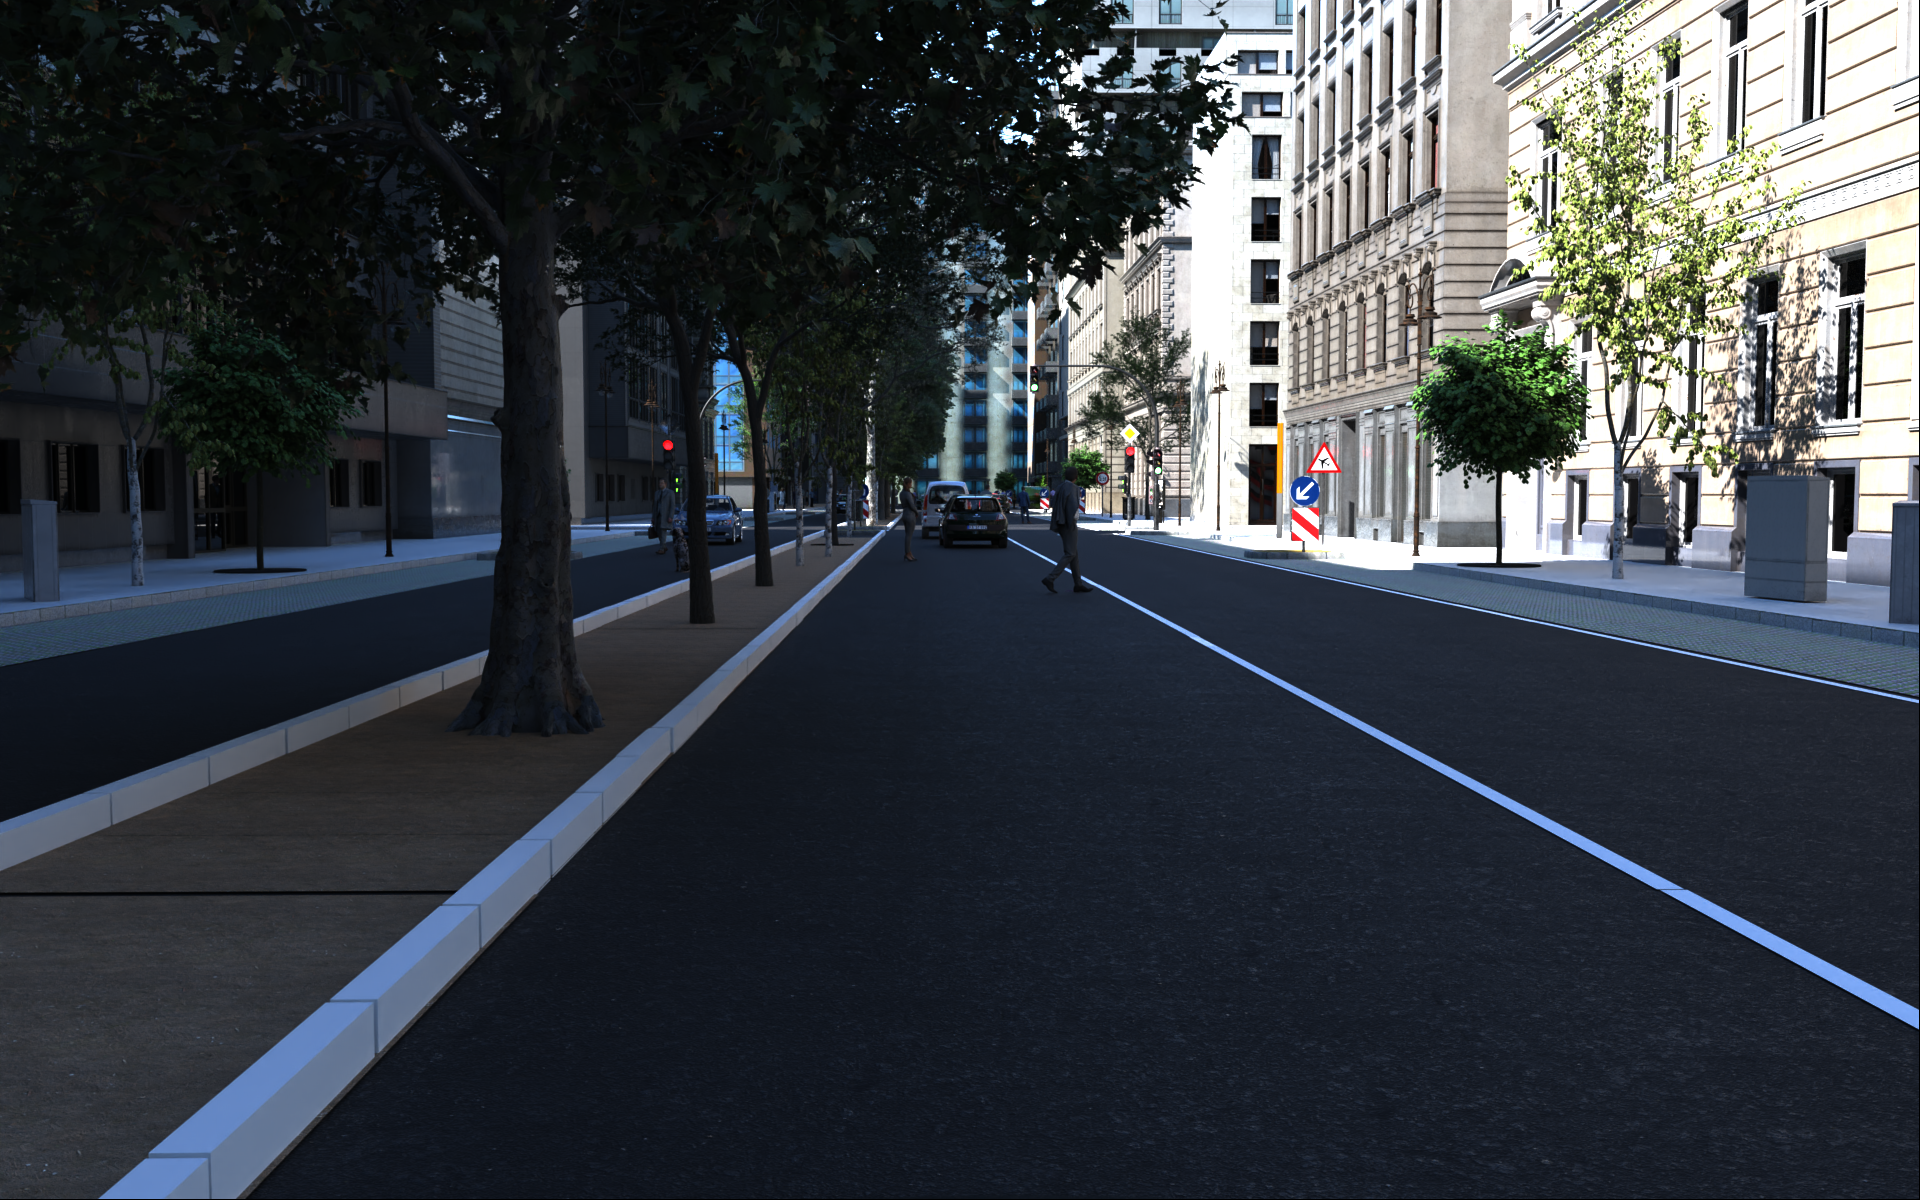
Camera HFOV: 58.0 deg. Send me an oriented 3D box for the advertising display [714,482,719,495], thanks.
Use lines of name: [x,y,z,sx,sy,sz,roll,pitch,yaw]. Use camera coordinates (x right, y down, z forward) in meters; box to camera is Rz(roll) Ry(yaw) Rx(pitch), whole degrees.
advertising display: [-12.676,-5.198,90.193,0.123,1.923,0.974,0,4,0]

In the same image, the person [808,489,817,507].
person: [-14.604,-10.093,171.041,0.705,1.826,1.348,2,4,32]

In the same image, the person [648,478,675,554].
person: [-7.128,-2.002,41.327,0.694,1.812,0.767,2,4,26]

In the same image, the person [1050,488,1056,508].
person: [8.726,-9.560,162.222,0.709,1.838,0.599,0,4,3]

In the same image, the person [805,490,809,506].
person: [-16.127,-10.693,181.660,0.721,1.735,1.217,0,4,1]

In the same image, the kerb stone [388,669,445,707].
kerb stone: [-3.799,0.621,12.036,0.120,0.150,1.000,0,4,-1]

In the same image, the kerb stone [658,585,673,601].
kerb stone: [-4.037,-0.068,23.314,0.120,0.150,1.000,0,4,-1]

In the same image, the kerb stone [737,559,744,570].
kerb stone: [-4.214,-0.633,32.544,0.120,0.150,1.000,0,4,-1]

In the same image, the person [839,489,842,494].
person: [-8.568,-7.051,123.873,0.778,1.811,0.616,1,4,9]

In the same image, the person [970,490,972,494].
person: [1.043,-10.095,173.583,0.705,1.821,1.348,-1,4,-20]

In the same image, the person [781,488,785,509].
person: [-15.160,-8.714,148.603,0.705,1.814,1.350,0,4,2]

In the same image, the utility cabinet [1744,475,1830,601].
utility cabinet: [9.992,-0.749,20.931,0.318,1.500,1.173,-1,4,-9]

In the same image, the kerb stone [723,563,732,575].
kerb stone: [-4.178,-0.507,30.486,0.120,0.150,1.000,0,4,-1]

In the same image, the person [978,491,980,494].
person: [2.064,-10.908,186.854,0.705,1.824,1.348,3,5,42]

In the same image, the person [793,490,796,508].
person: [-14.775,-9.131,155.780,0.568,1.767,0.683,-2,4,-24]

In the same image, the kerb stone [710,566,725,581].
kerb stone: [-4.156,-0.445,29.464,0.120,0.150,1.000,0,4,-1]

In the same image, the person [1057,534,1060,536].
person: [3.597,-3.089,60.014,0.522,1.701,0.512,0,4,-6]

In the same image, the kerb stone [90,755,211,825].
kerb stone: [-3.713,0.872,7.941,0.120,0.150,1.000,0,4,-1]

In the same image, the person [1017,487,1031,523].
person: [3.152,-4.643,84.588,0.721,1.800,0.419,1,4,14]

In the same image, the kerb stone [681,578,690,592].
kerb stone: [-4.072,-0.194,25.367,0.120,0.150,1.000,0,4,-1]

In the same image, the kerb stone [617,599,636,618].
kerb stone: [-3.965,0.123,20.242,0.120,0.150,1.000,0,4,-1]

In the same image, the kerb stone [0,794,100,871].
kerb stone: [-3.690,0.934,6.919,0.120,0.150,1.000,0,4,-1]

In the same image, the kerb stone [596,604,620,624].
kerb stone: [-3.950,0.182,19.220,0.120,0.150,1.000,0,4,-1]

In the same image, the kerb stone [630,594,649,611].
kerb stone: [-3.988,0.057,21.264,0.120,0.150,1.000,0,4,-1]

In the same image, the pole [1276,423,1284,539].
pole: [9.195,-3.421,49.771,0.158,3.312,0.155,0,3,0]

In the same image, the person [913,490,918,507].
person: [-4.893,-11.162,190.863,0.599,1.838,0.709,-2,4,-34]

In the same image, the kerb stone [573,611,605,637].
kerb stone: [-3.912,0.248,18.189,0.120,0.150,1.000,0,4,-1]

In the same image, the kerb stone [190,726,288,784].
kerb stone: [-3.738,0.809,8.969,0.120,0.150,1.000,0,4,-1]

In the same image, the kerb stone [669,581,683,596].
kerb stone: [-4.058,-0.131,24.345,0.120,0.150,1.000,0,4,-1]

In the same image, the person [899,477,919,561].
person: [-1.024,-1.725,36.978,0.573,1.790,0.520,-3,5,-41]

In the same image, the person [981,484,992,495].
person: [1.102,-3.552,66.685,0.694,1.812,0.767,3,5,39]

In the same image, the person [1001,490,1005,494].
person: [4.451,-10.376,178.008,0.709,1.838,0.599,1,4,12]

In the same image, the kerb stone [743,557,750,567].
kerb stone: [-4.239,-0.695,33.566,0.120,0.150,1.000,0,4,-1]

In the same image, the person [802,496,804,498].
person: [-15.824,-10.236,173.490,0.705,1.812,1.348,0,4,-5]

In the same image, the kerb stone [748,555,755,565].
kerb stone: [-4.263,-0.758,34.588,0.120,0.150,1.000,0,4,-1]

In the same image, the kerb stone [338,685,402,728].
kerb stone: [-3.777,0.684,11.013,0.120,0.150,1.000,0,4,-1]

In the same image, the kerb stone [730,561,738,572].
kerb stone: [-4.198,-0.570,31.520,0.120,0.150,1.000,0,4,-1]

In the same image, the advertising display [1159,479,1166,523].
advertising display: [8.764,-4.327,75.956,0.123,1.923,0.974,-1,4,-16]

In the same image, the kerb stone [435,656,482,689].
kerb stone: [-3.816,0.560,13.067,0.120,0.150,1.000,0,4,-1]

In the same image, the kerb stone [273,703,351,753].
kerb stone: [-3.754,0.746,9.992,0.120,0.150,1.000,0,4,-1]

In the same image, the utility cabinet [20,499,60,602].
utility cabinet: [-11.158,-0.603,21.024,0.306,1.237,1.020,-2,4,-34]

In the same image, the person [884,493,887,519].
person: [-4.465,-5.538,98.407,0.648,1.900,0.474,1,4,9]

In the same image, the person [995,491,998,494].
person: [4.040,-11.150,190.833,1.348,1.821,0.705,2,4,28]

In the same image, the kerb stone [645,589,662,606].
kerb stone: [-4.005,-0.006,22.287,0.120,0.150,1.000,0,4,-1]

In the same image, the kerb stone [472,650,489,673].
kerb stone: [-3.840,0.501,14.099,0.120,0.150,1.000,0,4,-1]

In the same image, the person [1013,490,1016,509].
person: [5.305,-9.749,167.987,0.705,1.812,1.348,0,4,-4]

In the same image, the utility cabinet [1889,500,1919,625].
utility cabinet: [9.694,-0.353,16.932,1.020,1.237,0.306,3,5,41]

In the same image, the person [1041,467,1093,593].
person: [1.577,-1.010,25.110,0.850,1.850,0.679,-1,4,-20]

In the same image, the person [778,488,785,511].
person: [-13.836,-7.800,133.922,0.624,1.780,0.694,-1,4,-12]

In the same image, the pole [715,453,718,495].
pole: [-12.146,-5.665,86.459,0.158,3.312,0.155,0,3,0]
